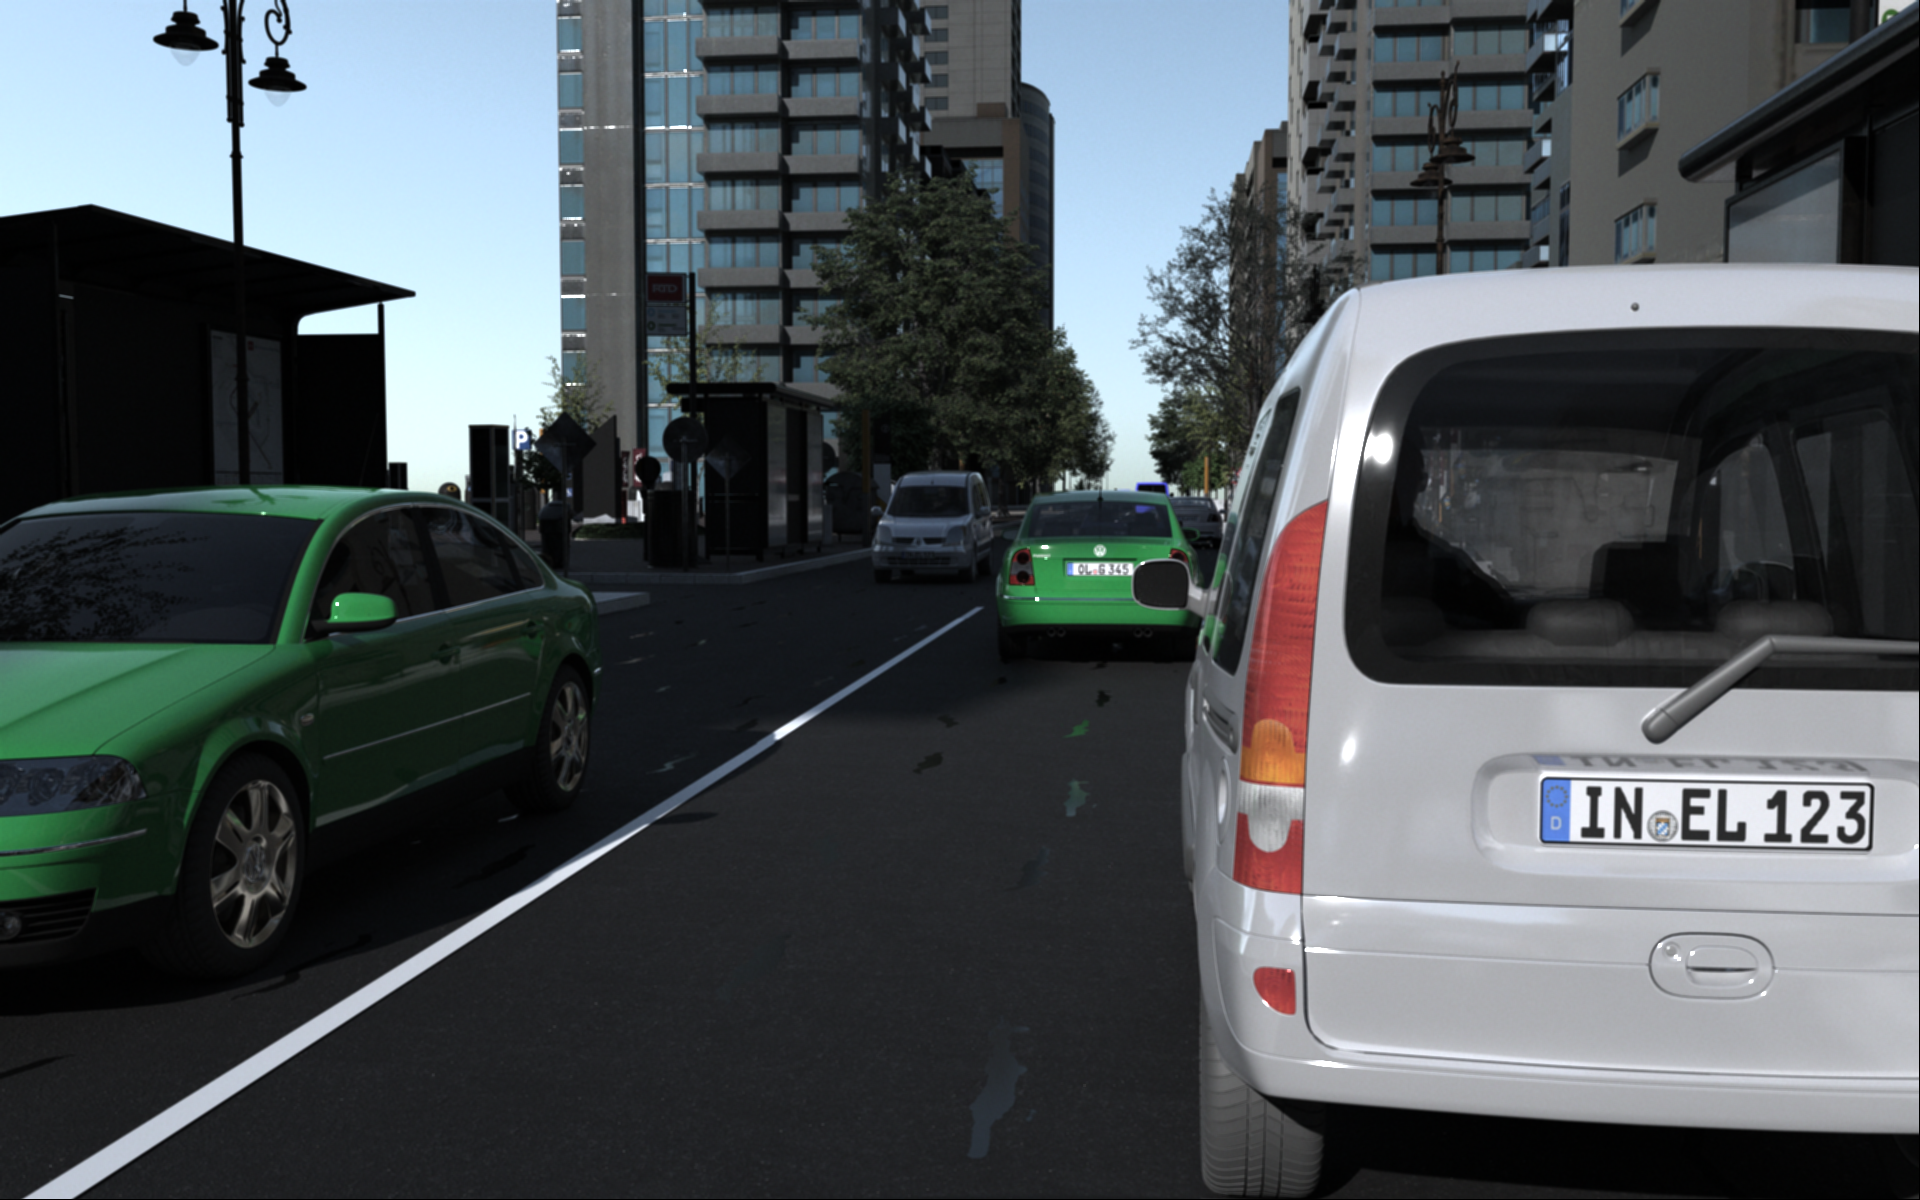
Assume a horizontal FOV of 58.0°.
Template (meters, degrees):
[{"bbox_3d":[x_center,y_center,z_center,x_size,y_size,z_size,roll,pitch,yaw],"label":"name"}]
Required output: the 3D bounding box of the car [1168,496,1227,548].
[{"bbox_3d":[6.272,-2.152,47.550,2.083,1.381,4.827,0,4,8],"label":"car"}]

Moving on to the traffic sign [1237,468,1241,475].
[{"bbox_3d":[14.026,-5.300,86.660,0.884,2.594,0.081,1,4,14],"label":"traffic sign"}]

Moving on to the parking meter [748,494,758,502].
[{"bbox_3d":[-7.137,-3.143,59.794,0.372,1.533,0.369,0,3,0],"label":"parking meter"}]

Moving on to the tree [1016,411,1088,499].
[{"bbox_3d":[4.710,-9.767,110.050,4.737,8.622,4.395,0,3,0],"label":"tree"}]

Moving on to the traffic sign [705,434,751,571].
[{"bbox_3d":[-3.892,-1.551,29.009,0.795,2.450,0.064,0,4,7],"label":"traffic sign"}]

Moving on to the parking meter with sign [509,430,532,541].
[{"bbox_3d":[-12.070,-3.050,46.134,0.543,3.016,1.738,1,4,15],"label":"parking meter with sign"}]

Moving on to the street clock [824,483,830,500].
[{"bbox_3d":[-8.131,-6.151,105.133,0.471,2.002,0.358,0,4,-1],"label":"street clock"}]

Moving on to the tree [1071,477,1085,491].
[{"bbox_3d":[13.361,-12.021,191.142,1.663,3.219,1.824,0,3,0],"label":"tree"}]

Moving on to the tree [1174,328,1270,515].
[{"bbox_3d":[11.522,-7.641,75.288,4.737,8.622,4.395,0,3,0],"label":"tree"}]

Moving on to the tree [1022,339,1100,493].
[{"bbox_3d":[5.299,-12.401,120.878,7.486,12.596,7.792,0,3,0],"label":"tree"}]

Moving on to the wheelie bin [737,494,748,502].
[{"bbox_3d":[-13.216,-5.983,105.731,0.693,1.594,0.980,-3,5,-42],"label":"wheelie bin"}]

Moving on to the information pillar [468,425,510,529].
[{"bbox_3d":[-5.022,-0.858,18.528,0.304,2.012,0.304,1,4,20],"label":"information pillar"}]

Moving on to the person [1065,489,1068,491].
[{"bbox_3d":[6.674,-6.003,107.439,1.217,1.735,0.721,-2,4,-29],"label":"person"}]

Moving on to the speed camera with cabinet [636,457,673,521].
[{"bbox_3d":[-12.407,-4.728,71.643,0.660,3.252,2.038,3,5,41],"label":"speed camera with cabinet"}]

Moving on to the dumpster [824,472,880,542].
[{"bbox_3d":[-2.876,-2.445,45.735,1.264,1.857,1.865,0,4,6],"label":"dumpster"}]

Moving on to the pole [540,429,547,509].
[{"bbox_3d":[-13.004,-3.686,54.102,0.158,3.312,0.155,0,3,0],"label":"pole"}]

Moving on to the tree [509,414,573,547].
[{"bbox_3d":[-10.043,-2.912,42.207,1.663,3.219,1.824,0,3,0],"label":"tree"}]

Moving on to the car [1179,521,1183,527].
[{"bbox_3d":[2.903,-1.076,30.173,1.945,1.354,3.894,0,4,6],"label":"car"}]

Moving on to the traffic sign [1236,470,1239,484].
[{"bbox_3d":[14.998,-5.680,92.979,0.768,2.556,0.104,0,4,8],"label":"traffic sign"}]

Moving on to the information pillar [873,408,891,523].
[{"bbox_3d":[-2.110,-3.424,47.330,0.504,3.616,0.183,0,4,-1],"label":"information pillar"}]

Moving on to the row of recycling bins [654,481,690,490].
[{"bbox_3d":[-9.509,-3.055,57.057,1.069,1.692,3.534,0,4,-3],"label":"row of recycling bins"}]

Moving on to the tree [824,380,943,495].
[{"bbox_3d":[-2.124,-4.061,50.113,4.285,4.588,4.351,0,3,0],"label":"tree"}]

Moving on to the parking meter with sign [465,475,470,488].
[{"bbox_3d":[-19.599,-4.515,70.075,1.738,3.016,0.543,1,4,18],"label":"parking meter with sign"}]

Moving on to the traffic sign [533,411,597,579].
[{"bbox_3d":[-4.803,-1.066,21.076,0.795,2.450,0.064,0,4,7],"label":"traffic sign"}]

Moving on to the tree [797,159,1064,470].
[{"bbox_3d":[-1.003,-9.715,65.497,9.857,13.997,8.962,0,3,0],"label":"tree"}]

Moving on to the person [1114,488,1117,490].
[{"bbox_3d":[10.397,-6.543,115.607,1.348,1.807,0.705,-1,4,-13],"label":"person"}]

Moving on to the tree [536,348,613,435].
[{"bbox_3d":[-19.630,-8.414,87.929,4.737,8.622,4.395,0,3,0],"label":"tree"}]

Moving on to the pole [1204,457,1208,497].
[{"bbox_3d":[13.417,-6.147,94.343,0.158,3.312,0.155,0,3,0],"label":"pole"}]

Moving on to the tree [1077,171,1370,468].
[{"bbox_3d":[11.450,-9.515,65.934,12.009,13.543,11.850,0,3,0],"label":"tree"}]

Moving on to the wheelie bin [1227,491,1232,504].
[{"bbox_3d":[15.917,-5.689,100.928,0.693,1.594,0.980,0,4,3],"label":"wheelie bin"}]

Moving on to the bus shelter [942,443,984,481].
[{"bbox_3d":[0.246,-5.195,76.223,1.731,3.624,6.357,0,4,7],"label":"bus shelter"}]

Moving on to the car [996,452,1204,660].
[{"bbox_3d":[1.328,-0.467,16.427,1.959,1.807,4.718,0,4,5],"label":"car"}]

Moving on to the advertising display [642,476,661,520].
[{"bbox_3d":[-10.697,-3.361,60.166,0.123,1.923,0.974,2,4,25],"label":"advertising display"}]

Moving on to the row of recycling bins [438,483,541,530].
[{"bbox_3d":[-16.956,-3.365,62.123,3.534,1.692,1.069,0,4,1],"label":"row of recycling bins"}]

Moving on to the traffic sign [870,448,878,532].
[{"bbox_3d":[-2.324,-2.924,47.915,0.768,2.556,0.104,1,4,12],"label":"traffic sign"}]

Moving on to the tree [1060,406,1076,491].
[{"bbox_3d":[9.517,-15.251,159.717,12.009,13.543,11.850,0,3,0],"label":"tree"}]

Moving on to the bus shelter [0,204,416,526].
[{"bbox_3d":[-7.532,-1.589,17.267,1.731,3.624,6.357,0,4,7],"label":"bus shelter"}]

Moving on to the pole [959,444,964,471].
[{"bbox_3d":[0.072,-4.697,70.637,0.158,3.312,0.155,0,3,0],"label":"pole"}]

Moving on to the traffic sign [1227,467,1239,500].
[{"bbox_3d":[12.721,-4.941,80.790,0.884,2.594,0.081,1,4,9],"label":"traffic sign"}]

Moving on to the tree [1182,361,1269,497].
[{"bbox_3d":[14.465,-8.533,89.882,4.360,8.622,3.978,0,3,0],"label":"tree"}]

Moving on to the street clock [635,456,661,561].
[{"bbox_3d":[-5.994,-1.757,33.296,0.471,2.002,0.358,-1,4,-20],"label":"street clock"}]

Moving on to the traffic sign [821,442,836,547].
[{"bbox_3d":[-3.385,-2.555,41.883,0.768,2.556,0.104,1,4,10],"label":"traffic sign"}]

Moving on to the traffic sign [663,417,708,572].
[{"bbox_3d":[-4.533,-1.739,28.536,0.768,2.556,0.104,0,4,8],"label":"traffic sign"}]

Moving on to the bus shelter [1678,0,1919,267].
[{"bbox_3d":[5.232,-1.906,8.797,2.179,5.291,8.768,0,4,7],"label":"bus shelter"}]

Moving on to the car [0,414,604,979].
[{"bbox_3d":[-2.800,0.134,6.601,1.959,1.807,4.718,0,4,7],"label":"car"}]

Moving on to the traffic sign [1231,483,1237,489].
[{"bbox_3d":[15.451,-5.934,97.127,0.768,2.556,0.104,0,4,7],"label":"traffic sign"}]

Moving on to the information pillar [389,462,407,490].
[{"bbox_3d":[-13.081,-2.194,40.356,0.304,2.012,0.304,1,4,18],"label":"information pillar"}]

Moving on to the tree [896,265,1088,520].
[{"bbox_3d":[1.181,-10.289,85.225,9.611,12.733,9.660,0,3,0],"label":"tree"}]

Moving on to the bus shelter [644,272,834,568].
[{"bbox_3d":[-4.337,-3.448,34.014,2.179,5.291,8.768,0,4,6],"label":"bus shelter"}]

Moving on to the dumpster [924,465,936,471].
[{"bbox_3d":[-1.317,-3.355,57.342,1.502,2.255,1.985,0,4,6],"label":"dumpster"}]

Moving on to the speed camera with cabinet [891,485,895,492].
[{"bbox_3d":[-2.287,-4.905,74.531,0.660,3.252,2.038,3,5,45],"label":"speed camera with cabinet"}]

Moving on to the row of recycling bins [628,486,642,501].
[{"bbox_3d":[-13.998,-4.257,76.712,1.069,1.692,3.534,0,4,2],"label":"row of recycling bins"}]

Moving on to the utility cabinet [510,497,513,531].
[{"bbox_3d":[-10.792,-1.809,40.731,0.306,1.237,1.020,-2,4,-31],"label":"utility cabinet"}]

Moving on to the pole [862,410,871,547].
[{"bbox_3d":[-2.266,-2.940,41.906,0.158,3.312,0.155,0,3,0],"label":"pole"}]

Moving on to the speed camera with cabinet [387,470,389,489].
[{"bbox_3d":[-20.709,-4.062,60.754,0.660,3.252,2.038,1,4,9],"label":"speed camera with cabinet"}]
